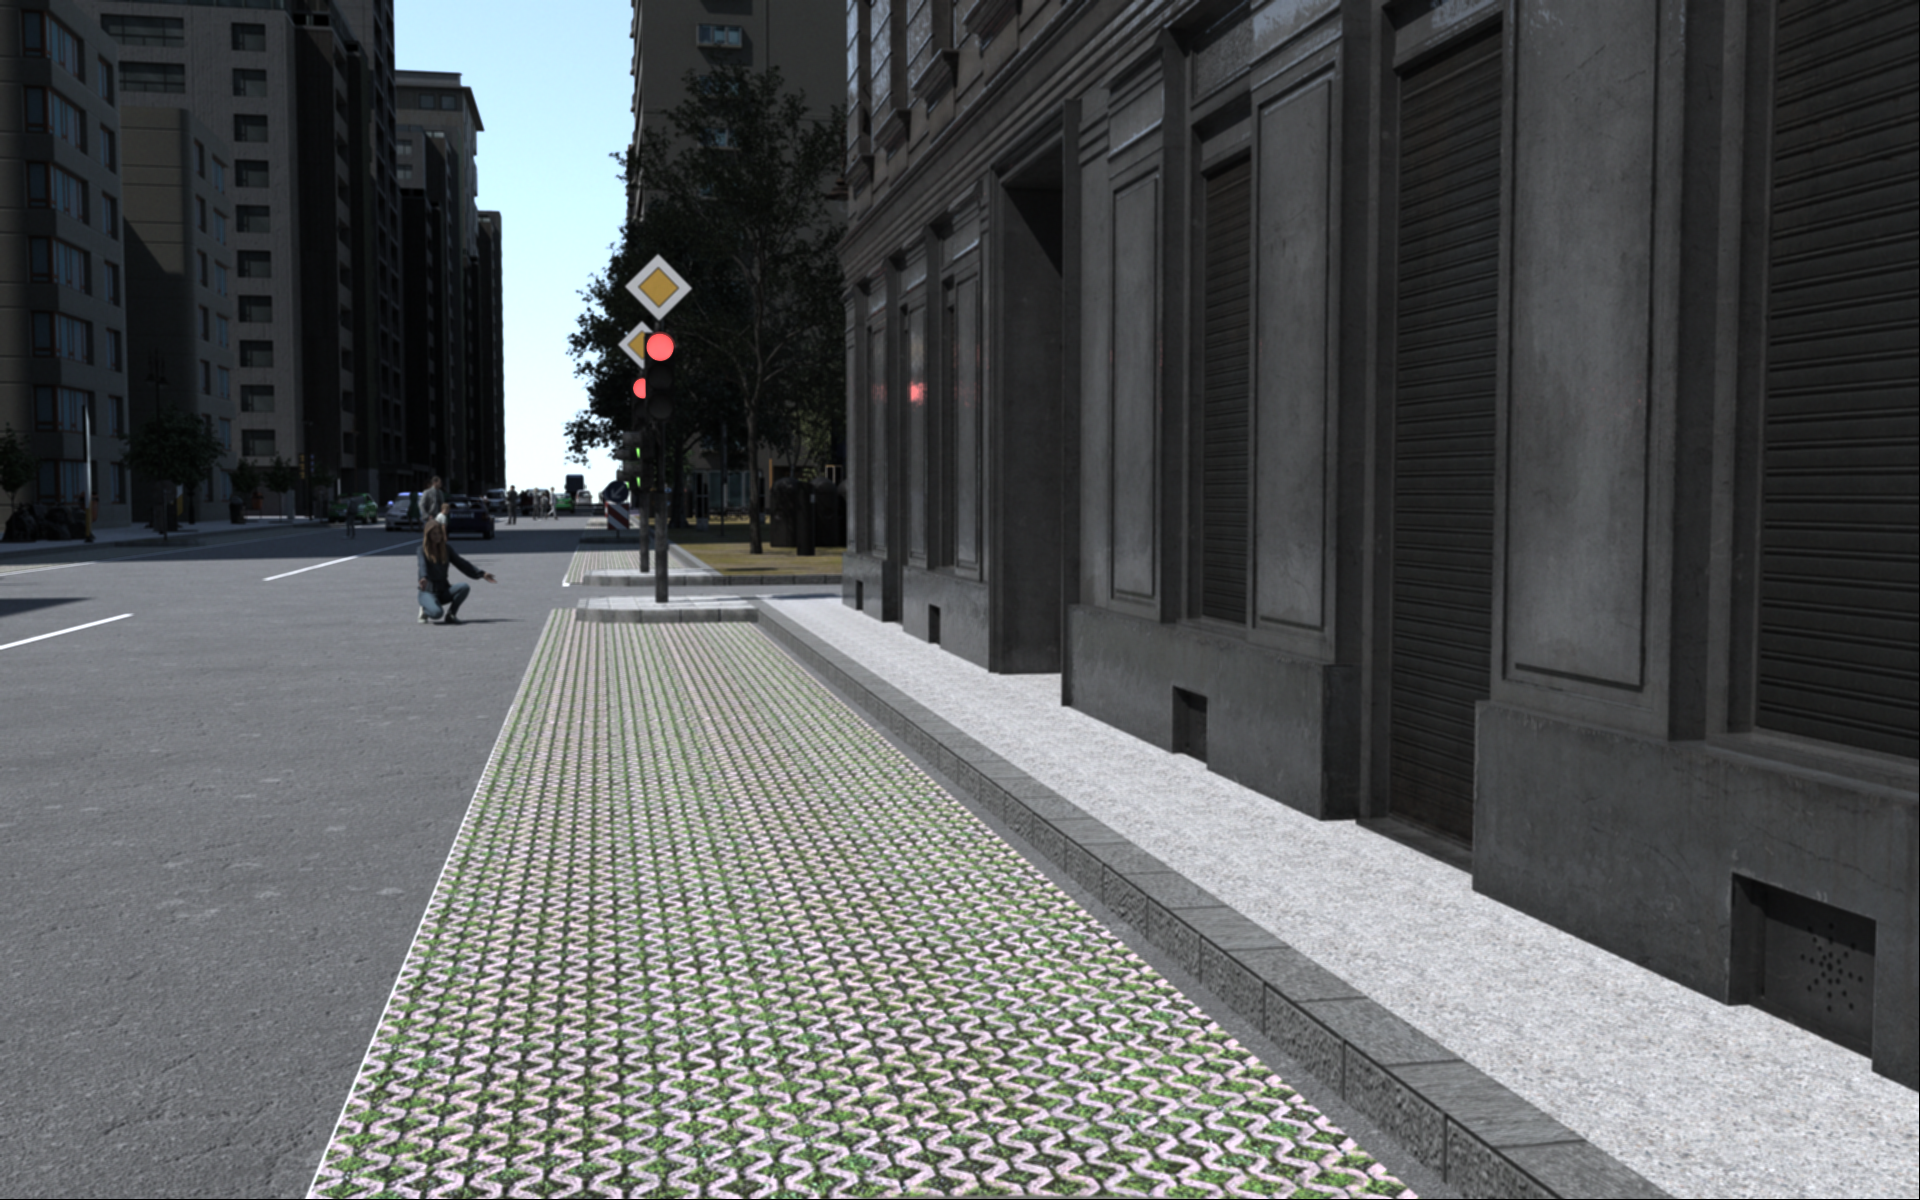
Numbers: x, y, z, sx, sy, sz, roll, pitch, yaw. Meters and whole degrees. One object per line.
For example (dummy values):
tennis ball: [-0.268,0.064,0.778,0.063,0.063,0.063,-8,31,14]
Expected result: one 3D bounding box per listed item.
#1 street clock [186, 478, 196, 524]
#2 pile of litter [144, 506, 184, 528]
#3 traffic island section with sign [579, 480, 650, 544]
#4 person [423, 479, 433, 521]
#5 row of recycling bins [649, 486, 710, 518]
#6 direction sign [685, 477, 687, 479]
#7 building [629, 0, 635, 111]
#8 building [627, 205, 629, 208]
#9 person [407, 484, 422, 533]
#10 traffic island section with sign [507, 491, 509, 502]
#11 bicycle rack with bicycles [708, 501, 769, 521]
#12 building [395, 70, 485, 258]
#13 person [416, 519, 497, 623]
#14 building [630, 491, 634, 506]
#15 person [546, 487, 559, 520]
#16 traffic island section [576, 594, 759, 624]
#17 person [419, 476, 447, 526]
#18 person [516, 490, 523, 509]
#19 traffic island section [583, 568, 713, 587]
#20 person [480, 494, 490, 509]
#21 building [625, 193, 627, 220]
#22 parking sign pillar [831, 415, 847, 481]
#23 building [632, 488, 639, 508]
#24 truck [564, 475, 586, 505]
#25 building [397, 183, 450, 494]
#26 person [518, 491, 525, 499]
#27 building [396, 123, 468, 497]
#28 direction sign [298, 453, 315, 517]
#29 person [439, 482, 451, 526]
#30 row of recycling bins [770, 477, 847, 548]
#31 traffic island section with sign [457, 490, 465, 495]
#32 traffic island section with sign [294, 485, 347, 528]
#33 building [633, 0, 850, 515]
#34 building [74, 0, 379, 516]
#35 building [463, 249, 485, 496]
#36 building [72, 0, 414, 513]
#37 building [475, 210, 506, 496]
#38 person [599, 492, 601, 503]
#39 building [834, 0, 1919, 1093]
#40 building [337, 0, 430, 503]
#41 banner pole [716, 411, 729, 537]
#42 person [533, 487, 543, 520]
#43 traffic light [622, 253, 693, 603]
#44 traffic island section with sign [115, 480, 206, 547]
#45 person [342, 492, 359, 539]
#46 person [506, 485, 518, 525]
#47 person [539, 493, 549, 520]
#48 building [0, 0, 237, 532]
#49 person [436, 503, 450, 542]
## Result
street clock: [-32.643,-4.218,73.537,0.471,2.002,0.358,-3,5,-39]
pile of litter: [-30.141,-3.142,65.336,1.719,0.858,1.176,2,4,26]
traffic island section with sign: [-10.120,-2.571,50.664,1.989,1.847,2.006,-1,4,-12]
person: [-12.443,-1.973,41.039,0.573,1.790,0.520,-2,4,-30]
row of recycling bins: [-15.035,-5.182,91.842,3.534,1.692,1.069,0,4,-1]
direction sign: [-14.170,-5.815,87.071,0.876,3.537,0.379,-2,4,-24]
building: [-15.200,-29.697,140.175,22.147,44.769,28.867,-1,4,-12]
building: [-35.539,-38.268,245.288,23.786,49.044,30.456,-1,4,-12]
person: [-20.302,-3.406,64.441,0.529,1.795,0.600,0,4,-2]
traffic island section with sign: [-59.964,-13.580,230.655,1.989,1.847,2.006,-1,4,-12]
bicycle rack with bicycles: [-11.159,-4.363,84.721,2.925,0.926,2.852,1,4,21]
building: [-75.275,-38.503,218.758,28.713,52.752,27.495,-1,4,-12]
person: [-5.645,-0.317,19.176,1.012,1.151,0.738,-3,5,-41]
building: [-30.044,-25.839,194.173,14.160,30.474,14.107,-1,4,-12]
person: [-22.931,-5.438,97.296,0.818,1.842,0.514,-2,4,-29]
traffic island section: [-3.504,0.110,20.491,2.009,0.180,2.903,-1,4,-12]
person: [-11.094,-1.709,36.541,0.391,1.810,0.635,1,4,17]
person: [-41.998,-9.639,166.174,1.350,1.814,0.705,-2,4,-25]
traffic island section: [-5.129,-0.369,28.309,2.009,0.180,2.903,-1,4,-12]
person: [-28.517,-5.638,103.874,0.628,1.438,0.799,0,4,0]
building: [-30.169,-34.316,215.696,22.147,44.769,28.867,-1,4,-12]
parking sign pillar: [-3.860,-4.297,58.720,1.447,3.967,1.447,2,4,28]
building: [-15.462,-29.112,167.854,32.217,40.220,23.993,-1,4,-12]
truck: [-51.856,-14.842,232.420,2.967,4.110,18.799,-1,4,-11]
building: [-55.794,-23.857,161.769,14.160,30.474,14.107,-1,4,-12]
person: [-40.924,-9.387,162.705,1.217,1.736,0.721,0,4,-1]
building: [-60.881,-30.703,185.583,14.154,41.232,14.086,-1,4,-12]
direction sign: [-35.990,-6.328,95.465,0.876,3.537,0.379,0,4,0]
person: [-14.415,-2.401,47.996,0.600,1.795,0.529,-1,4,-16]
row of recycling bins: [-3.006,-2.166,42.524,3.534,1.692,1.069,-3,4,-36]
traffic island section with sign: [-43.222,-8.656,150.148,1.989,1.847,2.006,-1,4,-12]
traffic island section with sign: [-27.529,-4.035,74.598,1.989,1.847,2.006,-1,4,-12]
building: [-10.506,-30.044,114.926,21.300,48.544,21.600,-1,4,-12]
building: [-43.420,-20.331,104.112,14.160,30.474,14.107,-1,4,-12]
building: [-63.034,-26.237,200.682,14.160,30.474,14.107,-1,4,-12]
building: [-55.880,-26.247,121.024,32.217,40.220,23.993,-1,4,-12]
building: [-71.321,-34.149,241.922,14.154,41.232,14.086,-1,4,-12]
person: [-49.634,-14.071,239.236,0.721,1.739,1.217,-2,4,-35]
building: [5.027,-9.947,11.781,9.793,20.994,18.267,-1,4,-12]
building: [-55.451,-43.098,142.902,20.563,71.187,20.611,-1,4,-12]
banner pole: [-7.107,-3.800,52.149,0.401,3.779,0.863,-1,4,-22]
person: [-23.450,-5.348,96.121,0.526,1.800,0.537,-1,4,-16]
traffic light: [-3.545,-1.923,20.368,0.839,4.253,0.868,-1,4,-12]
traffic island section with sign: [-21.903,-2.382,47.573,1.989,1.847,2.006,-1,4,-12]
person: [-19.621,-2.730,55.738,0.523,1.515,0.503,-1,4,-16]
person: [-21.143,-4.476,81.482,0.447,1.846,0.655,2,4,30]
person: [-22.673,-5.088,94.282,0.523,1.515,0.503,2,4,24]
building: [-46.999,-13.747,69.795,27.650,21.520,28.899,-1,4,-12]
person: [-10.338,-1.310,34.604,0.352,1.250,0.332,0,4,1]
